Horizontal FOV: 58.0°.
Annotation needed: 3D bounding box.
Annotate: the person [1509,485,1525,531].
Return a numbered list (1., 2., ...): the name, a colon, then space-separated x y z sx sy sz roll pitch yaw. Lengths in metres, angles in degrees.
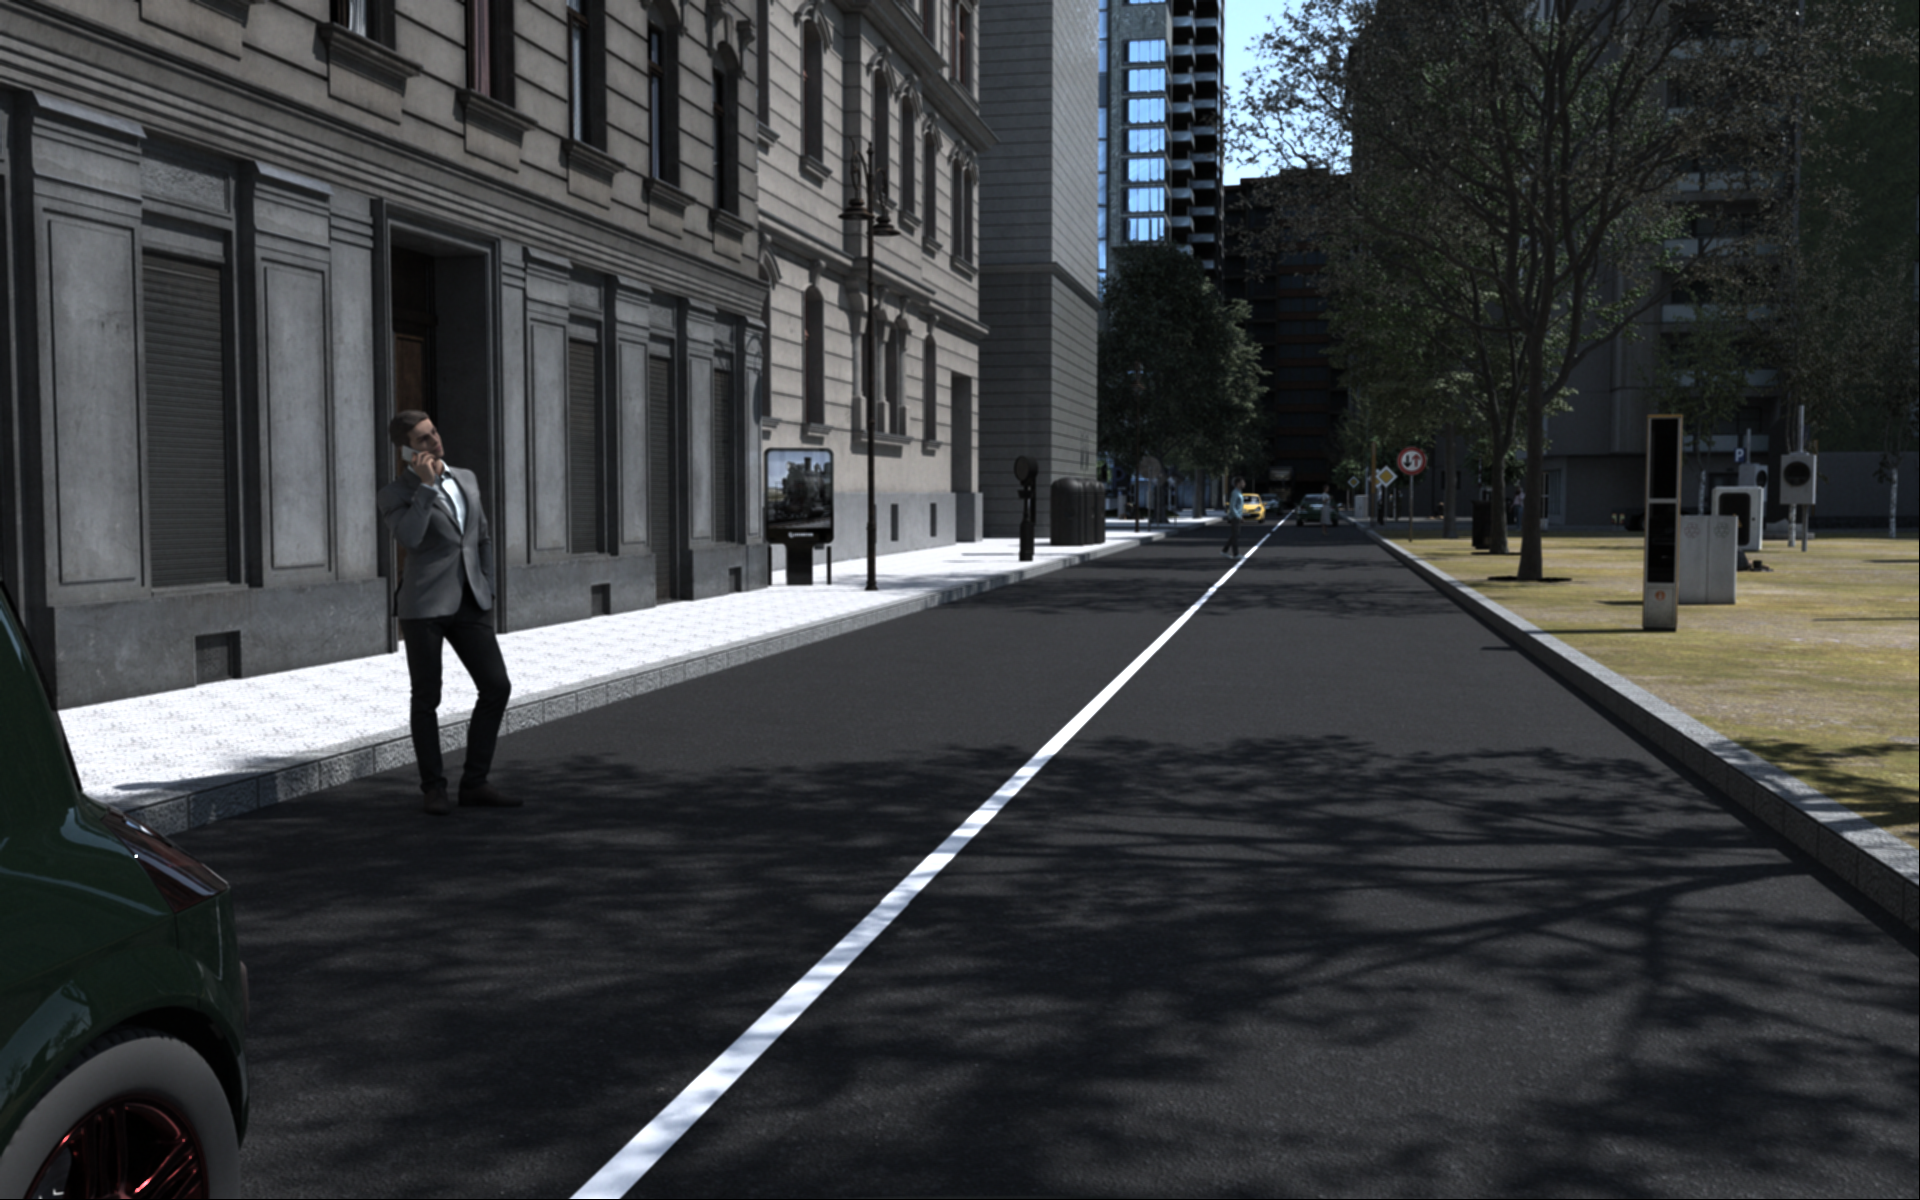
1. person: 20.795 -3.388 64.489 0.643 1.750 0.593 -3 5 -40

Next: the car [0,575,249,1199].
1. car: -2.331 0.517 1.337 2.009 1.686 4.222 1 4 12

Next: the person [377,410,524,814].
1. person: -2.308 0.052 7.834 0.592 1.802 0.473 -2 4 -35

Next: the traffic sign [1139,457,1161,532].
1. traffic sign: 6.471 -3.610 59.133 0.768 2.556 0.104 1 4 20

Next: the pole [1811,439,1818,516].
1. pole: 31.957 -4.339 64.778 0.158 3.312 0.155 0 3 0

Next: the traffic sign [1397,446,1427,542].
1. traffic sign: 12.094 -2.832 46.417 0.768 2.556 0.104 1 4 12

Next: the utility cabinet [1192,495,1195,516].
1. utility cabinet: 14.272 -5.665 103.778 0.306 1.237 1.020 2 4 34

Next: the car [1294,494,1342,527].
1. car: 16.131 -4.053 78.067 2.131 1.459 4.920 1 4 12

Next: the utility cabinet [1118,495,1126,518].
1. utility cabinet: 8.564 -4.921 91.628 0.306 1.237 1.020 1 4 15

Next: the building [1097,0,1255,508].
1. building: 19.647 -54.726 207.437 31.000 86.520 22.319 1 4 11

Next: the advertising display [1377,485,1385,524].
1. advertising display: 17.735 -4.148 73.041 0.123 1.923 0.974 0 4 2

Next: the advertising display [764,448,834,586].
1. advertising display: -2.261 -1.169 24.321 0.974 1.923 0.123 -1 4 -17

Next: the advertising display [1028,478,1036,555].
1. advertising display: 1.514 -1.940 36.936 0.123 1.923 0.974 0 4 -3

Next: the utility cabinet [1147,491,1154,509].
1. utility cabinet: 12.757 -6.465 114.389 0.318 1.500 1.173 3 4 39

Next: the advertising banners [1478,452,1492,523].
1. advertising banners: 22.026 -4.676 72.641 0.090 3.025 2.074 2 4 34

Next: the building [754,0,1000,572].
1. building: -7.678 -15.234 36.458 14.401 28.519 23.554 1 4 11

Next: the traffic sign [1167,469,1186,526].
1. traffic sign: 8.629 -4.016 69.306 0.795 2.450 0.064 1 4 11

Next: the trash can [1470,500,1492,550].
1. trash can: 12.212 -1.746 40.207 0.748 1.137 0.748 0 3 0

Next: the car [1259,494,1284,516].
1. car: 20.522 -6.334 115.353 2.131 1.459 4.920 1 4 13

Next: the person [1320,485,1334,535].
1. person: 12.763 -3.119 60.060 0.524 1.755 0.480 2 4 33

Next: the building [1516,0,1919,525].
1. building: 31.528 -23.776 72.331 14.086 41.232 14.154 1 4 11

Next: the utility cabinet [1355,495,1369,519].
1. utility cabinet: 21.149 -4.900 91.278 0.306 1.237 1.020 -1 4 -14

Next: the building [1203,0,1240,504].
1. building: 19.755 -45.674 185.026 20.563 71.187 20.611 1 4 11

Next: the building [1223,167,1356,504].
1. building: 45.885 -35.530 235.543 28.867 44.769 22.147 1 4 11

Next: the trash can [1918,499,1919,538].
1. trash can: 26.974 -2.226 48.048 0.748 1.137 0.748 0 3 0

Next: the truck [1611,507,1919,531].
1. truck: 32.549 -4.277 59.690 18.799 4.110 2.967 1 4 10

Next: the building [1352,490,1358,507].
1. building: 50.504 -45.020 174.323 20.563 71.187 20.611 1 4 11

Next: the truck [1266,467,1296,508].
1. truck: 33.657 -11.754 181.091 2.839 4.237 11.283 1 4 13

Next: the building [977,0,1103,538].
1. building: -10.690 -17.140 57.736 29.804 29.767 11.434 1 4 11

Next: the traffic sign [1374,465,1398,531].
1. traffic sign: 14.730 -3.441 59.909 0.795 2.450 0.064 1 4 11

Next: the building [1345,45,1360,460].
1. building: 58.505 -37.219 197.765 28.713 52.752 27.495 1 4 11

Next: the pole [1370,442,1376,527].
1. pole: 16.138 -4.510 67.586 0.158 3.312 0.155 0 3 0

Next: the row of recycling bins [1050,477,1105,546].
1. row of recycling bins: 3.073 -2.273 44.281 1.069 1.692 3.534 1 4 16

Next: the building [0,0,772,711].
1. building: -8.982 -10.157 15.217 9.793 20.994 18.267 1 4 11

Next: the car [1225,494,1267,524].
1. car: 14.065 -4.573 84.991 2.015 1.641 3.980 1 4 12

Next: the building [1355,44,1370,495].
1. building: 43.738 -31.108 158.730 14.600 45.320 14.200 1 4 11

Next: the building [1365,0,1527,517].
1. building: 31.877 -20.374 104.818 14.160 30.474 14.107 1 4 11

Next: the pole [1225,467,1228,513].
1. pole: 17.632 -7.381 114.523 0.158 3.312 0.155 0 3 0

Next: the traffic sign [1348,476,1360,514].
1. traffic sign: 24.750 -6.589 108.915 0.795 2.450 0.064 1 4 17

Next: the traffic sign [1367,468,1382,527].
1. traffic sign: 16.314 -3.920 67.736 0.795 2.450 0.064 1 4 11

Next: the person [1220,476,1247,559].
1. person: 6.085 -1.835 38.516 0.620 1.820 0.660 1 4 13

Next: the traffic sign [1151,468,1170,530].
1. traffic sign: 7.045 -3.537 61.479 0.795 2.450 0.064 1 4 11

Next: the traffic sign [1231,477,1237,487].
1. traffic sign: 20.381 -7.814 127.865 0.768 2.556 0.104 1 4 21
